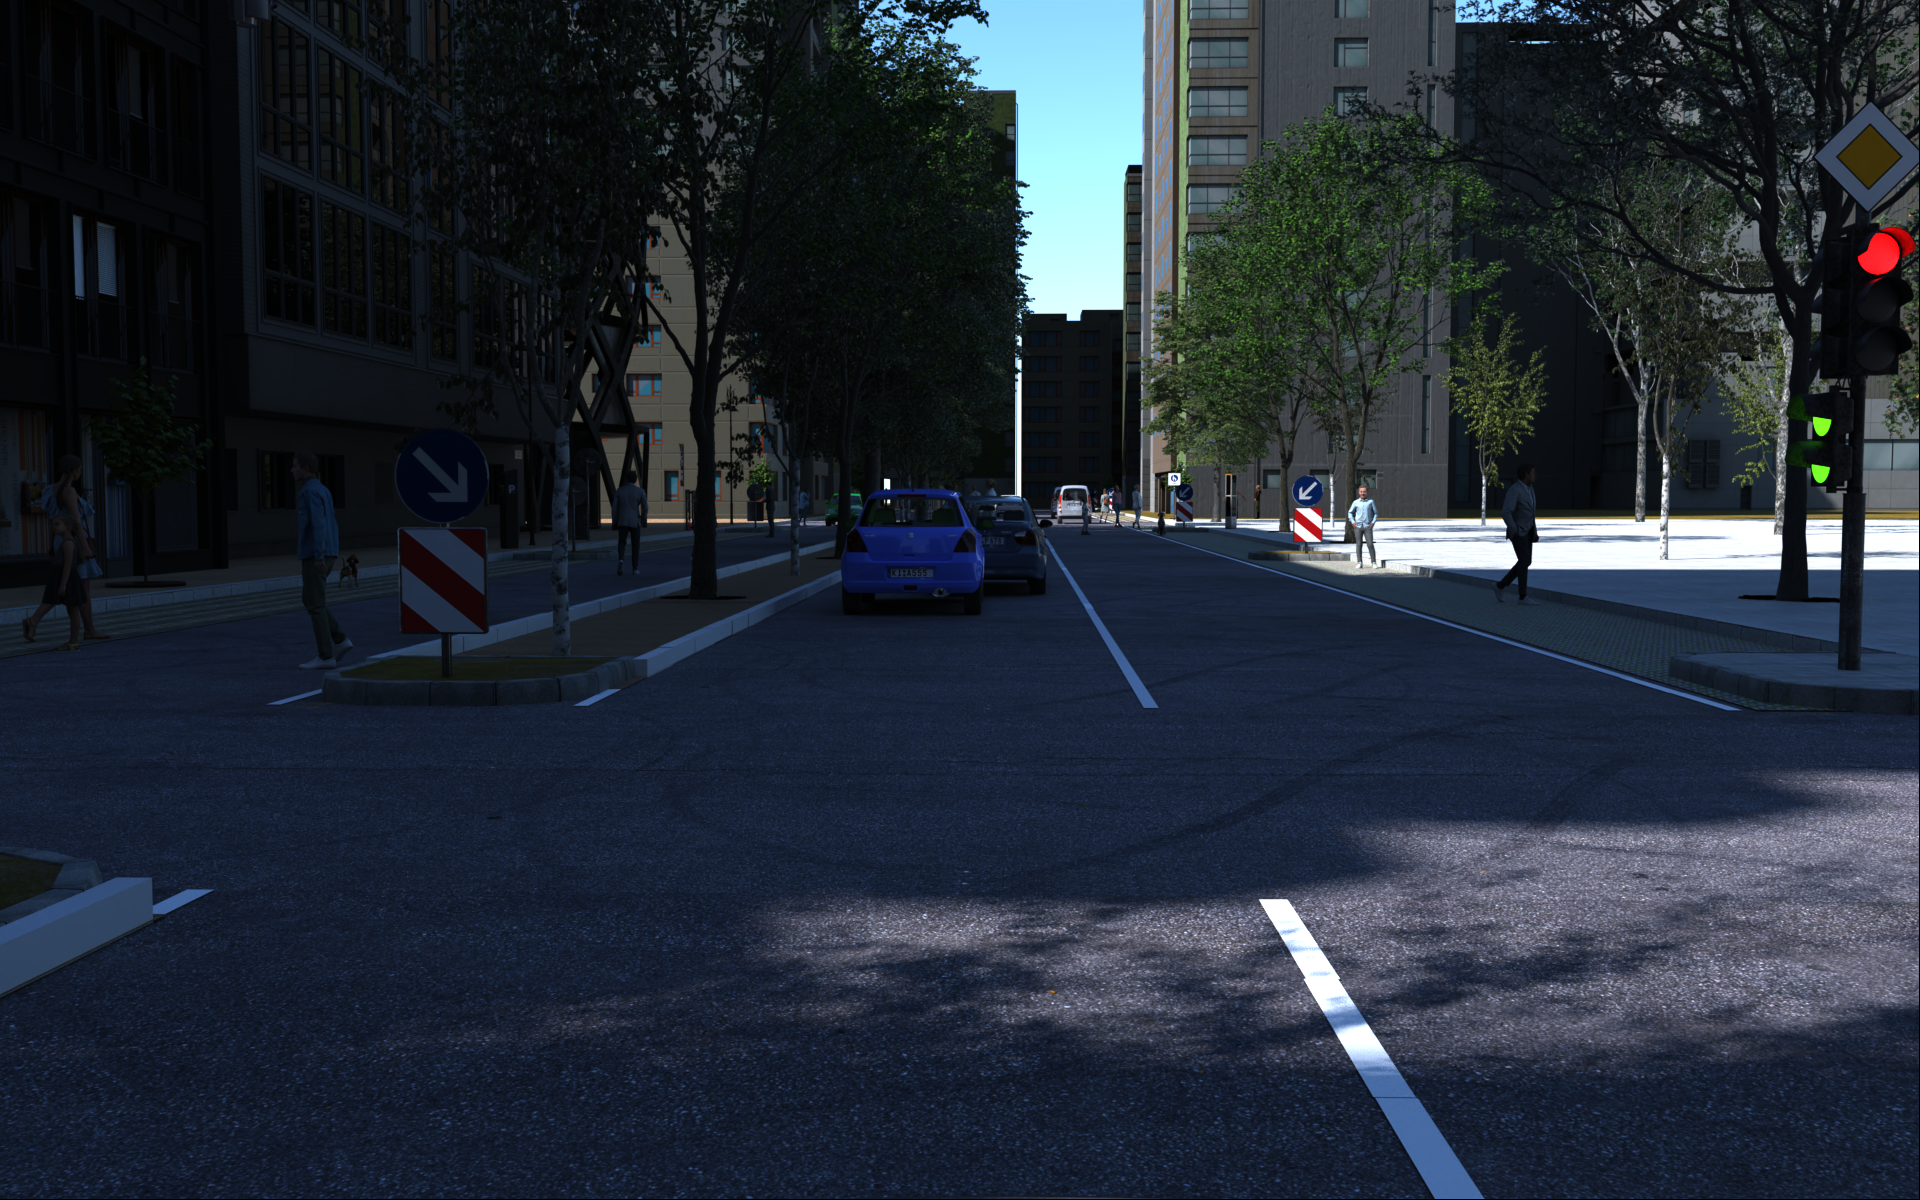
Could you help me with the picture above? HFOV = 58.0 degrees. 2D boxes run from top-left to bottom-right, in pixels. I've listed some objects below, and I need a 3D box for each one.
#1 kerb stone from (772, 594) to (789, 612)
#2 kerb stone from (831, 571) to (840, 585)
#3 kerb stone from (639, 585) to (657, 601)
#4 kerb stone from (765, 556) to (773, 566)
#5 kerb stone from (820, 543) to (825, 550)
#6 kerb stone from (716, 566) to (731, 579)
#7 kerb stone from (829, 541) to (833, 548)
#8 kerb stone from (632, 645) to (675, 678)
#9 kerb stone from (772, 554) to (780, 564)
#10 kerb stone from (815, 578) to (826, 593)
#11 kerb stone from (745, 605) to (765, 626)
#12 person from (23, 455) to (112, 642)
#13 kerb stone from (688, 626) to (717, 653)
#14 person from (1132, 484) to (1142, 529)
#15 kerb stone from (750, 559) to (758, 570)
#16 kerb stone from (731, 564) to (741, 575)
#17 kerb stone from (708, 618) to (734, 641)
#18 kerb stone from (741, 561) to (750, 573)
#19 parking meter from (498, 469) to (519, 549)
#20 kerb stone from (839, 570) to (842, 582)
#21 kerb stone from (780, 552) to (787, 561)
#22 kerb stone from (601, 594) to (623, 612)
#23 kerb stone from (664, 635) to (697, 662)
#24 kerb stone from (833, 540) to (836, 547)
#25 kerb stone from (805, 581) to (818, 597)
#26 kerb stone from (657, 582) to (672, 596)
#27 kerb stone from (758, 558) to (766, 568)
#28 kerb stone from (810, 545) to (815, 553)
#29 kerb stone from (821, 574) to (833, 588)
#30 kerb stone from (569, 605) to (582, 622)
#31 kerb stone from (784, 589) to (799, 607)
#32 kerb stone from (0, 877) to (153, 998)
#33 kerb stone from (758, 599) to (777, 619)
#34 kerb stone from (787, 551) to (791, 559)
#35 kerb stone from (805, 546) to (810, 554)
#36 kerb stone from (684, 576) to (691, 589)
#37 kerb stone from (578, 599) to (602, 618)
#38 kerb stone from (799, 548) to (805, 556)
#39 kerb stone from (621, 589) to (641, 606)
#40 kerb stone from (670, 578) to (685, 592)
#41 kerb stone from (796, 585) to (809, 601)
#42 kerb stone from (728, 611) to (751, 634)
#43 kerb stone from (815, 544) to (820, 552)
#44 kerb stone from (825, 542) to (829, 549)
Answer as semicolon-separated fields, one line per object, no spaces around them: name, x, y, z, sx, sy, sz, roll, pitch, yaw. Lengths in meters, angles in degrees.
kerb stone;-2.250;0.062;21.182;0.120;0.150;1.000;0;4;2
kerb stone;-2.044;-0.315;27.339;0.120;0.150;1.000;0;4;2
kerb stone;-4.279;-0.069;23.320;0.120;0.150;1.000;0;4;2
kerb stone;-3.909;-0.754;34.575;0.120;0.150;1.000;0;4;2
kerb stone;-3.599;-1.320;43.802;0.120;0.150;1.000;0;4;2
kerb stone;-4.079;-0.444;29.455;0.120;0.150;1.000;0;4;2
kerb stone;-3.535;-1.444;45.858;0.120;0.150;1.000;0;4;2
kerb stone;-2.481;0.506;14.002;0.120;0.150;1.000;0;4;2
kerb stone;-3.874;-0.820;35.609;0.120;0.150;1.000;0;4;2
kerb stone;-2.114;-0.182;25.281;0.120;0.150;1.000;0;4;2
kerb stone;-2.312;0.188;19.120;0.120;0.150;1.000;0;4;2
person;-8.629;-0.499;16.750;0.778;1.811;0.616;-3;5;-44
kerb stone;-2.420;0.376;16.046;0.120;0.150;1.000;0;4;2
person;7.199;-3.813;70.716;0.514;1.842;0.818;3;5;39
kerb stone;-3.979;-0.631;32.520;0.120;0.150;1.000;0;4;2
kerb stone;-4.046;-0.507;30.477;0.120;0.150;1.000;0;4;2
kerb stone;-2.393;0.313;17.073;0.120;0.150;1.000;0;4;2
kerb stone;-4.007;-0.569;31.499;0.120;0.150;1.000;0;4;2
parking meter;-10.595;-2.137;40.644;0.255;1.863;0.399;3;5;43
kerb stone;-2.013;-0.377;28.366;0.120;0.150;1.000;0;4;2
kerb stone;-3.848;-0.883;36.631;0.120;0.150;1.000;0;4;2
kerb stone;-4.346;0.057;21.257;0.120;0.150;1.000;0;4;2
kerb stone;-2.453;0.439;15.024;0.120;0.150;1.000;0;4;2
kerb stone;-3.494;-1.508;46.879;0.120;0.150;1.000;0;4;2
kerb stone;-2.143;-0.125;24.255;0.120;0.150;1.000;0;4;2
kerb stone;-4.242;-0.126;24.341;0.120;0.150;1.000;0;4;2
kerb stone;-3.942;-0.686;33.554;0.120;0.150;1.000;0;4;2
kerb stone;-3.664;-1.196;41.748;0.120;0.150;1.000;0;4;2
kerb stone;-2.085;-0.252;26.310;0.120;0.150;1.000;0;4;2
kerb stone;-4.405;0.189;19.200;0.120;0.150;1.000;0;4;2
kerb stone;-2.214;0.000;22.204;0.120;0.150;1.000;0;4;2
kerb stone;-2.778;1.034;5.298;0.120;0.150;1.000;0;4;2
kerb stone;-2.284;0.125;20.147;0.120;0.150;1.000;0;4;2
kerb stone;-3.815;-0.942;37.655;0.120;0.150;1.000;0;4;2
kerb stone;-3.702;-1.133;40.726;0.120;0.150;1.000;0;4;2
kerb stone;-4.184;-0.257;26.390;0.120;0.150;1.000;0;4;2
kerb stone;-4.387;0.124;20.230;0.120;0.150;1.000;0;4;2
kerb stone;-3.741;-1.071;39.700;0.120;0.150;1.000;0;4;2
kerb stone;-4.310;-0.006;22.295;0.120;0.150;1.000;0;4;2
kerb stone;-4.216;-0.190;25.369;0.120;0.150;1.000;0;4;2
kerb stone;-2.183;-0.063;23.229;0.120;0.150;1.000;0;4;2
kerb stone;-2.351;0.251;18.094;0.120;0.150;1.000;0;4;2
kerb stone;-3.626;-1.256;42.770;0.120;0.150;1.000;0;4;2
kerb stone;-3.572;-1.382;44.831;0.120;0.150;1.000;0;4;2
